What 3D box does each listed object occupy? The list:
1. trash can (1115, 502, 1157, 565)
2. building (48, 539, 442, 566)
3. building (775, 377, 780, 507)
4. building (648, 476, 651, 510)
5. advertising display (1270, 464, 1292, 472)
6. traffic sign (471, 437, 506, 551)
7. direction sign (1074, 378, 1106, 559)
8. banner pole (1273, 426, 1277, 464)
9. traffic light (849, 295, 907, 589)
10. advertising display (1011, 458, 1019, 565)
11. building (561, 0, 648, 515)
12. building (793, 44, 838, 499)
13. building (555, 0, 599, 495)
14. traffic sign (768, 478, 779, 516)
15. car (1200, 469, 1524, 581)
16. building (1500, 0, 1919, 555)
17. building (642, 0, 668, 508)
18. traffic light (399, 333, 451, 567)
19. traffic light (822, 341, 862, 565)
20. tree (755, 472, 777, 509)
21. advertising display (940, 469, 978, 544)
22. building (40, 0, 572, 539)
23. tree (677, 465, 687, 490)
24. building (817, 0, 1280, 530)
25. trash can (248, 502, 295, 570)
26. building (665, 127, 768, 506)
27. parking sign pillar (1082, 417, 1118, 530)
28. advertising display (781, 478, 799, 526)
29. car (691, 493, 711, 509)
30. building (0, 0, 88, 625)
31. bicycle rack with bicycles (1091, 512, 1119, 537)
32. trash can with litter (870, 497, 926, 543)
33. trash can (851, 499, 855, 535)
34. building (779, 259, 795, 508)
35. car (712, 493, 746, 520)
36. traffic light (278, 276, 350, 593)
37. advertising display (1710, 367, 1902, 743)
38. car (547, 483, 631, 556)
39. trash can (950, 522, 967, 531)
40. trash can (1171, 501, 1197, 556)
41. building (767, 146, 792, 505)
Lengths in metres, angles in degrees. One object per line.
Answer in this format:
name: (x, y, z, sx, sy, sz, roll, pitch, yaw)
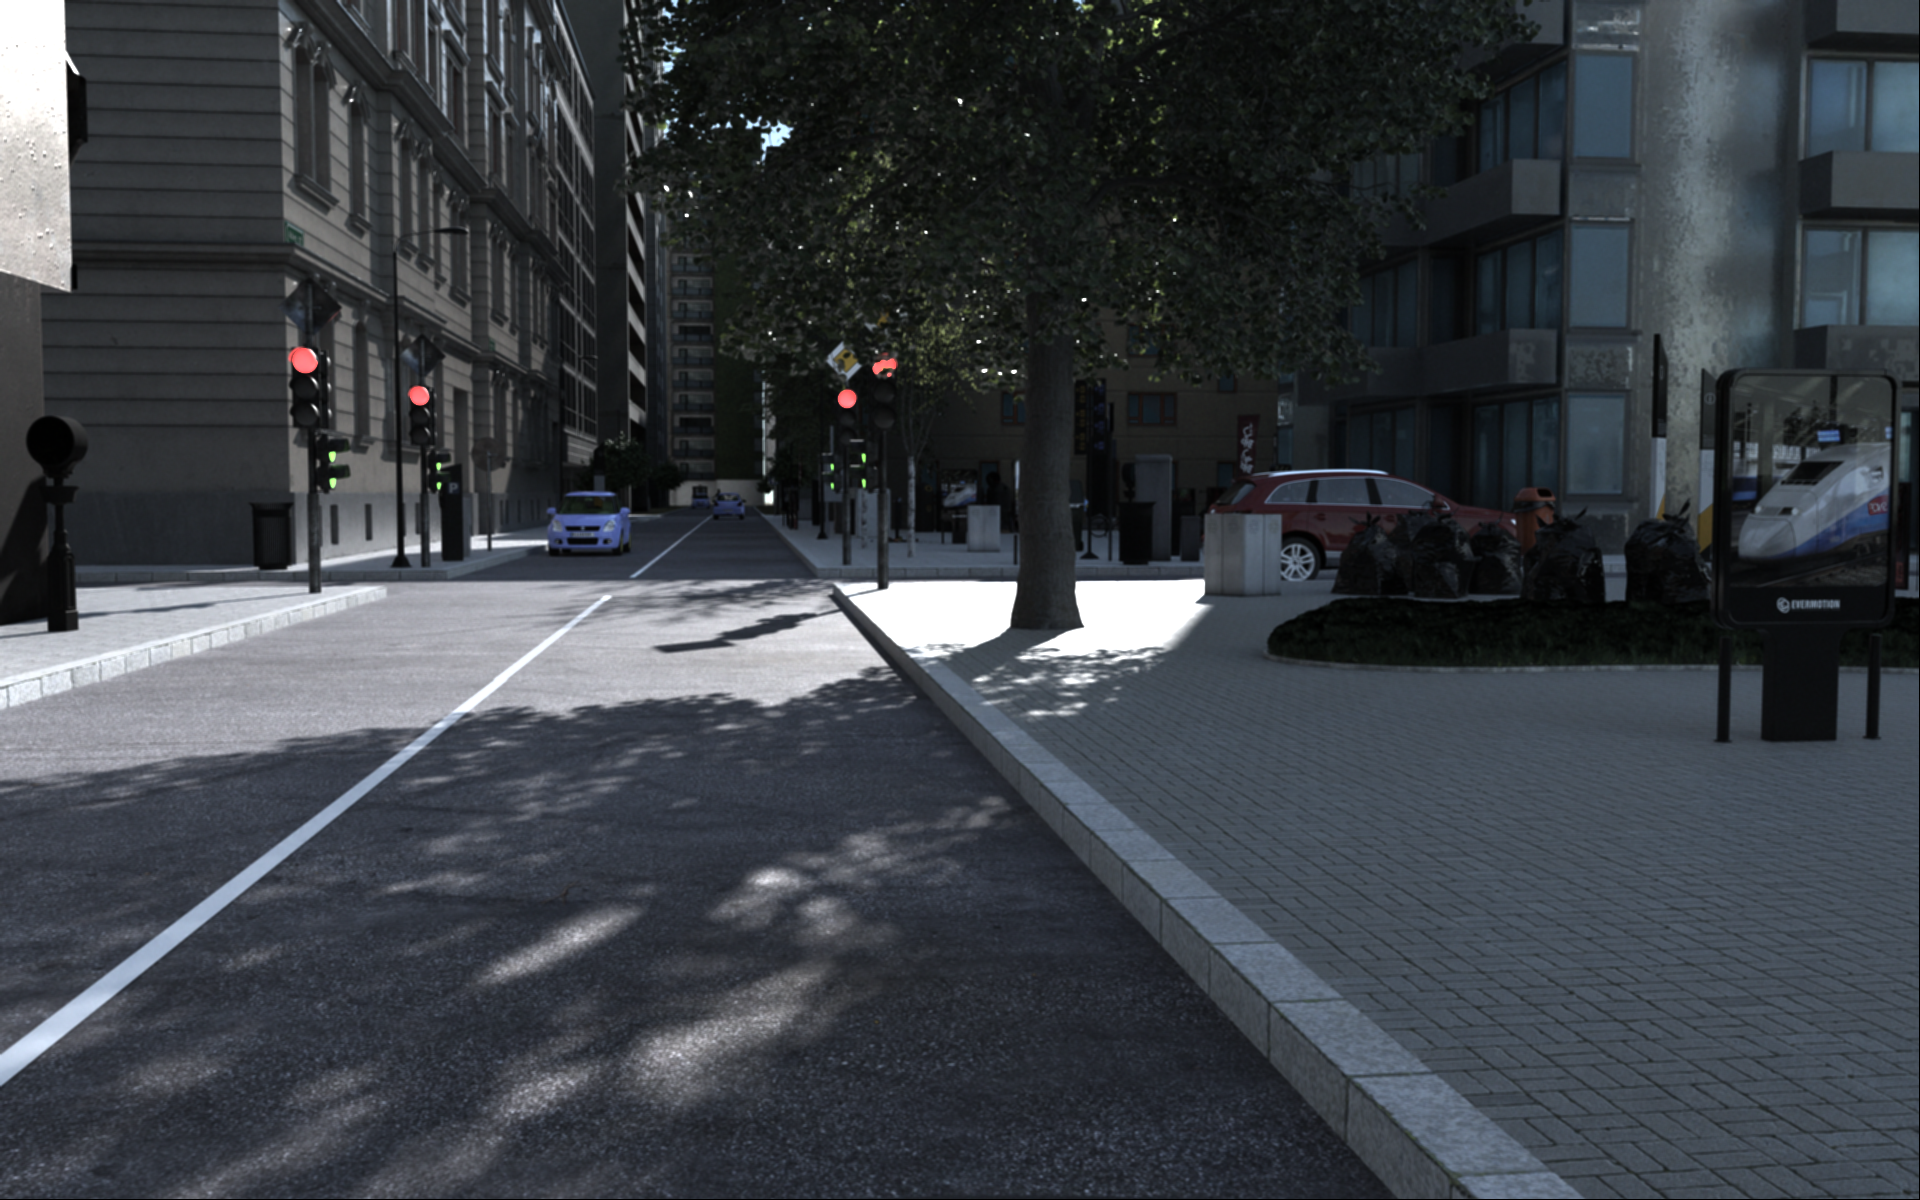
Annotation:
trash can: (3.192, -1.210, 31.436, 0.748, 1.137, 0.748, 0, 3, 0)
building: (-19.625, -15.501, 40.825, 14.401, 28.519, 23.554, 0, 4, -7)
building: (-3.761, -19.731, 167.637, 27.650, 21.520, 28.899, 0, 4, -7)
building: (-41.187, -27.155, 135.872, 32.217, 40.220, 23.993, 0, 4, -7)
advertising display: (6.887, -1.958, 37.233, 0.123, 1.923, 0.974, 2, 4, 32)
traffic sign: (-10.571, -2.369, 38.843, 0.768, 2.556, 0.104, 0, 4, -1)
direction sign: (2.567, -2.584, 34.238, 0.379, 3.537, 0.876, -3, 4, -39)
banner pole: (11.529, -4.479, 63.242, 0.401, 3.779, 0.863, 2, 4, 24)
traffic light: (-1.062, -2.105, 23.334, 0.839, 4.253, 0.868, 0, 4, -7)
advertising display: (1.391, -1.611, 31.547, 0.974, 1.923, 0.123, -2, 4, -25)
building: (-32.059, -29.952, 113.419, 21.300, 48.544, 21.600, 0, 4, -7)
building: (-4.075, -21.028, 115.504, 14.160, 30.474, 14.107, 0, 4, -7)
building: (-26.559, -18.011, 87.988, 14.314, 27.812, 24.014, 0, 4, -7)
traffic sign: (-10.769, -6.153, 100.705, 0.768, 2.556, 0.104, 0, 4, -5)
car: (6.507, -1.154, 27.542, 5.304, 1.827, 2.281, 0, 4, -6)
building: (24.018, -26.067, 45.811, 30.456, 49.044, 23.786, 0, 4, -7)
building: (-39.076, -44.511, 166.003, 20.611, 71.187, 20.563, 0, 4, -7)
traffic light: (-9.370, -2.532, 30.314, 0.839, 4.253, 0.868, 0, 4, -7)
traffic light: (-2.069, -2.589, 31.256, 0.839, 4.253, 0.868, 0, 4, -7)
tree: (-18.865, -10.602, 167.950, 1.663, 3.219, 1.824, 0, 3, 0)
advertising display: (-0.018, -2.414, 44.689, 0.974, 1.923, 0.123, 0, 4, 4)
building: (-22.293, -16.929, 64.186, 14.401, 28.519, 23.554, 0, 4, -7)
tree: (-26.100, -10.446, 154.499, 4.285, 4.588, 4.351, 0, 3, 0)
building: (8.040, -14.228, 77.670, 27.650, 21.520, 28.899, 0, 4, -7)
trash can: (-11.697, -1.089, 29.459, 0.748, 1.137, 0.748, 0, 3, 0)
building: (-29.324, -31.347, 196.109, 14.086, 41.232, 14.154, 0, 4, -7)
parking sign pillar: (5.032, -4.476, 61.662, 1.447, 3.967, 1.447, -2, 4, -29)
advertising display: (-6.903, -3.986, 70.377, 0.123, 1.923, 0.974, 2, 4, 34)
car: (-25.614, -9.892, 171.331, 1.945, 1.707, 3.694, 0, 4, -7)
building: (-17.116, -8.799, 11.320, 16.811, 18.784, 16.820, 0, 4, -7)
bicycle rack with bicycles: (5.597, -2.366, 52.059, 2.925, 0.926, 2.852, 1, 4, 22)
trash can with litter: (-1.567, -2.176, 46.635, 1.678, 1.210, 2.233, 0, 4, 1)
trash can: (-3.246, -2.629, 54.631, 0.748, 1.137, 0.748, 0, 3, 0)
building: (-0.007, -17.952, 138.556, 27.650, 21.520, 28.899, 0, 4, -7)
car: (-13.107, -5.422, 98.236, 1.945, 1.707, 3.694, 0, 4, -6)
traffic light: (-8.362, -2.047, 22.393, 0.839, 4.253, 0.868, 0, 4, -7)
advertising display: (4.375, -0.230, 8.978, 0.974, 1.923, 0.123, -1, 4, -9)
car: (-8.817, -1.941, 41.326, 1.945, 1.707, 3.694, 0, 4, -6)
trash can: (-0.038, -2.818, 57.721, 0.748, 1.137, 0.748, 0, 3, 0)
trash can: (4.549, -1.494, 36.075, 0.748, 1.137, 0.748, 0, 3, 0)
building: (-15.333, -31.446, 197.740, 14.086, 41.232, 14.154, 0, 4, -7)
